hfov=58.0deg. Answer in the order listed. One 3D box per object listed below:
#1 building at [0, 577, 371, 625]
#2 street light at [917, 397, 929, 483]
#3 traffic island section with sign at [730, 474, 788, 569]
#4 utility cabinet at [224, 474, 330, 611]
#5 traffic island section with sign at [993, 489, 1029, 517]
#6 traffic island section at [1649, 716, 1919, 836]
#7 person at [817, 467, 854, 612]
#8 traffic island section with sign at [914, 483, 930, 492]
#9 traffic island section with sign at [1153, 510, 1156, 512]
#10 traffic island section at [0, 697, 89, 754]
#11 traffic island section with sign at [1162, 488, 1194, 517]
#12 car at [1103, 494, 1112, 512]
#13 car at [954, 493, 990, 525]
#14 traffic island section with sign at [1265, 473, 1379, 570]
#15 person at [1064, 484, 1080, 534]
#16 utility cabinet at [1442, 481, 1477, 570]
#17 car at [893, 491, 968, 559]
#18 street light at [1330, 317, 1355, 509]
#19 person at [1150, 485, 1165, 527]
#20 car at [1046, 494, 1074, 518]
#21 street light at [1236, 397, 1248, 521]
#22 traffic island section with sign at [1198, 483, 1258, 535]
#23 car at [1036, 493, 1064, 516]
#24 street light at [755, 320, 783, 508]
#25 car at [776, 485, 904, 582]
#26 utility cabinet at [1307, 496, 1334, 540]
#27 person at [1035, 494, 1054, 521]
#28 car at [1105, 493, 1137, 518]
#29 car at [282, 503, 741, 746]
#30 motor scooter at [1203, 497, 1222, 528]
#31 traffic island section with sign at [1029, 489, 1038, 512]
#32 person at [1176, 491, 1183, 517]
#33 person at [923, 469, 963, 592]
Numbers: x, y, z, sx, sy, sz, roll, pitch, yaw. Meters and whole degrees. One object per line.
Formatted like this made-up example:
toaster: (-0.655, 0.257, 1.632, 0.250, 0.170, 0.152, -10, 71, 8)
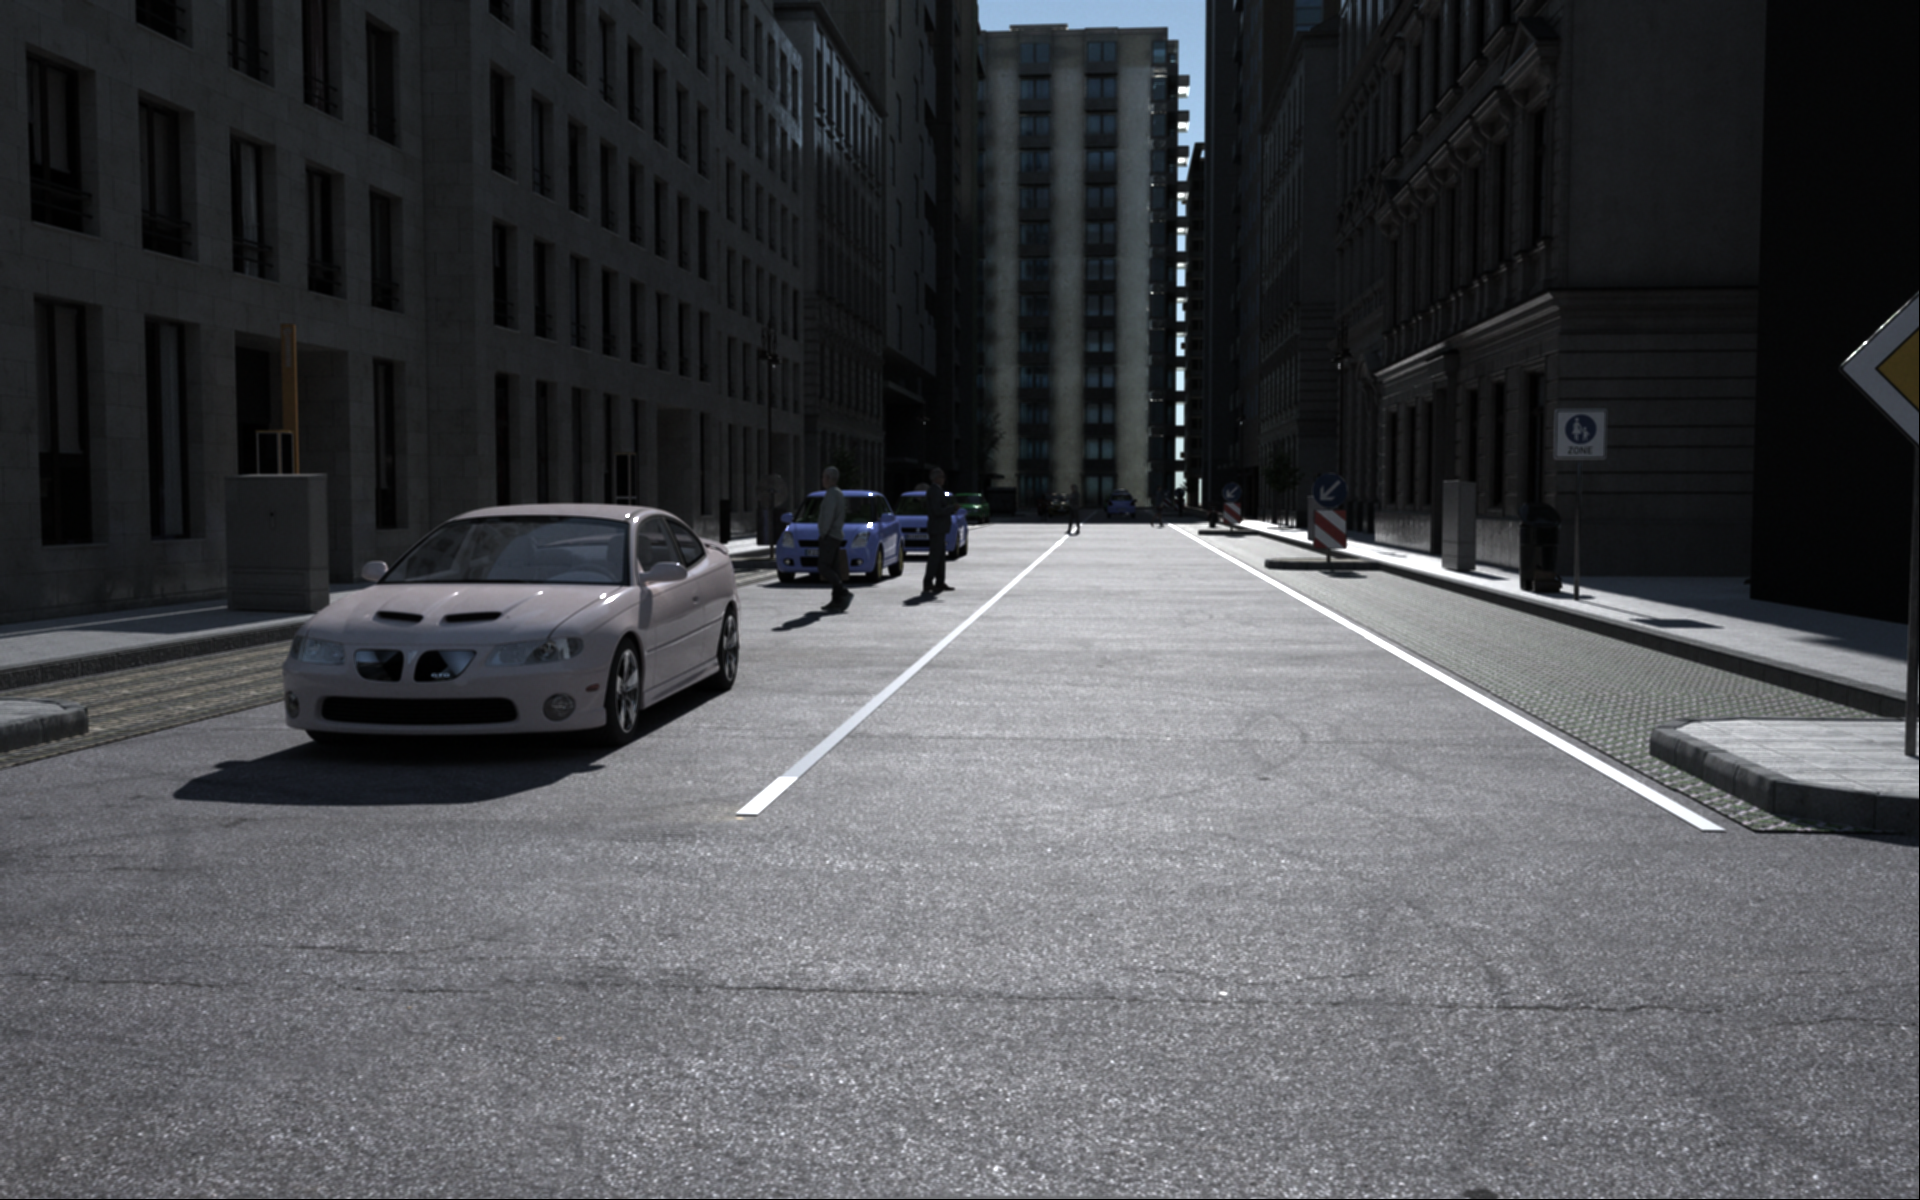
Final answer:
building: (-14.352, -10.051, 19.083, 10.420, 20.320, 16.860, 0, 4, 5)
street light: (-1.742, -6.695, 82.258, 0.468, 5.910, 1.993, 0, 4, 5)
traffic island section with sign: (-3.735, -1.550, 33.975, 1.989, 1.847, 2.006, 0, 4, 5)
utility cabinet: (-7.471, -0.626, 18.921, 1.173, 1.500, 0.318, 1, 4, 23)
traffic island section with sign: (3.184, -6.250, 110.821, 1.989, 1.847, 2.006, 0, 4, 5)
traffic island section: (4.686, 0.842, 8.513, 2.009, 0.180, 2.903, 0, 4, 5)
person: (-1.528, -0.760, 21.417, 0.515, 1.767, 0.782, 0, 4, 6)
traffic island section with sign: (-1.289, -3.207, 61.063, 1.989, 1.847, 2.006, 0, 4, 5)
traffic island section with sign: (16.266, -7.864, 137.207, 1.989, 1.847, 2.006, 0, 4, 5)
traffic island section: (-6.261, 0.782, 9.498, 2.009, 0.180, 2.903, 0, 4, 5)
traffic island section with sign: (13.810, -6.197, 109.945, 1.989, 1.847, 2.006, 0, 4, 5)
car: (12.653, -8.114, 141.461, 1.959, 1.807, 4.718, 0, 4, 4)
car: (0.399, -4.505, 82.448, 1.959, 1.807, 4.718, 0, 4, 7)
traffic island section with sign: (6.923, -1.514, 33.384, 1.989, 1.847, 2.006, 0, 4, 5)
person: (4.110, -3.309, 62.790, 0.526, 1.800, 0.537, -1, 4, -22)
utility cabinet: (8.418, -1.254, 29.183, 0.318, 1.500, 1.173, 0, 4, 3)
car: (-0.768, -1.830, 39.506, 1.945, 1.707, 3.694, 0, 4, 5)
street light: (10.009, -4.446, 45.474, 0.468, 5.910, 1.993, 0, 4, 5)
person: (8.733, -4.155, 76.453, 0.654, 1.822, 0.581, 1, 4, 21)
car: (6.318, -5.898, 106.653, 2.015, 1.641, 3.980, 0, 4, 4)
street light: (13.455, -6.723, 82.710, 0.468, 5.910, 1.993, 0, 4, 5)
traffic island section with sign: (9.389, -3.191, 60.807, 1.989, 1.847, 2.006, 0, 4, 5)
car: (6.178, -6.570, 116.465, 2.155, 1.783, 4.494, 0, 4, 5)
street light: (-5.060, -4.483, 46.079, 0.468, 5.910, 1.993, 0, 4, 5)
car: (-1.994, -1.205, 29.299, 1.945, 1.707, 3.694, 0, 4, 6)
utility cabinet: (9.965, -2.244, 47.854, 0.306, 1.237, 1.020, -1, 4, -15)
person: (4.448, -4.891, 91.735, 1.065, 1.426, 0.557, -1, 4, -23)
car: (9.696, -5.790, 104.249, 1.945, 1.707, 3.694, 0, 4, 4)
car: (-2.693, 0.059, 11.405, 2.083, 1.381, 4.827, 0, 4, 5)
motor scooter: (10.842, -3.765, 74.335, 0.815, 1.314, 1.986, 0, 4, 5)
traffic island section with sign: (5.590, -7.892, 137.669, 1.989, 1.847, 2.006, 0, 4, 5)
person: (13.629, -5.958, 107.378, 0.415, 1.643, 0.593, 0, 4, 5)
person: (-0.257, -1.032, 25.545, 0.590, 1.801, 0.661, 0, 4, -7)
